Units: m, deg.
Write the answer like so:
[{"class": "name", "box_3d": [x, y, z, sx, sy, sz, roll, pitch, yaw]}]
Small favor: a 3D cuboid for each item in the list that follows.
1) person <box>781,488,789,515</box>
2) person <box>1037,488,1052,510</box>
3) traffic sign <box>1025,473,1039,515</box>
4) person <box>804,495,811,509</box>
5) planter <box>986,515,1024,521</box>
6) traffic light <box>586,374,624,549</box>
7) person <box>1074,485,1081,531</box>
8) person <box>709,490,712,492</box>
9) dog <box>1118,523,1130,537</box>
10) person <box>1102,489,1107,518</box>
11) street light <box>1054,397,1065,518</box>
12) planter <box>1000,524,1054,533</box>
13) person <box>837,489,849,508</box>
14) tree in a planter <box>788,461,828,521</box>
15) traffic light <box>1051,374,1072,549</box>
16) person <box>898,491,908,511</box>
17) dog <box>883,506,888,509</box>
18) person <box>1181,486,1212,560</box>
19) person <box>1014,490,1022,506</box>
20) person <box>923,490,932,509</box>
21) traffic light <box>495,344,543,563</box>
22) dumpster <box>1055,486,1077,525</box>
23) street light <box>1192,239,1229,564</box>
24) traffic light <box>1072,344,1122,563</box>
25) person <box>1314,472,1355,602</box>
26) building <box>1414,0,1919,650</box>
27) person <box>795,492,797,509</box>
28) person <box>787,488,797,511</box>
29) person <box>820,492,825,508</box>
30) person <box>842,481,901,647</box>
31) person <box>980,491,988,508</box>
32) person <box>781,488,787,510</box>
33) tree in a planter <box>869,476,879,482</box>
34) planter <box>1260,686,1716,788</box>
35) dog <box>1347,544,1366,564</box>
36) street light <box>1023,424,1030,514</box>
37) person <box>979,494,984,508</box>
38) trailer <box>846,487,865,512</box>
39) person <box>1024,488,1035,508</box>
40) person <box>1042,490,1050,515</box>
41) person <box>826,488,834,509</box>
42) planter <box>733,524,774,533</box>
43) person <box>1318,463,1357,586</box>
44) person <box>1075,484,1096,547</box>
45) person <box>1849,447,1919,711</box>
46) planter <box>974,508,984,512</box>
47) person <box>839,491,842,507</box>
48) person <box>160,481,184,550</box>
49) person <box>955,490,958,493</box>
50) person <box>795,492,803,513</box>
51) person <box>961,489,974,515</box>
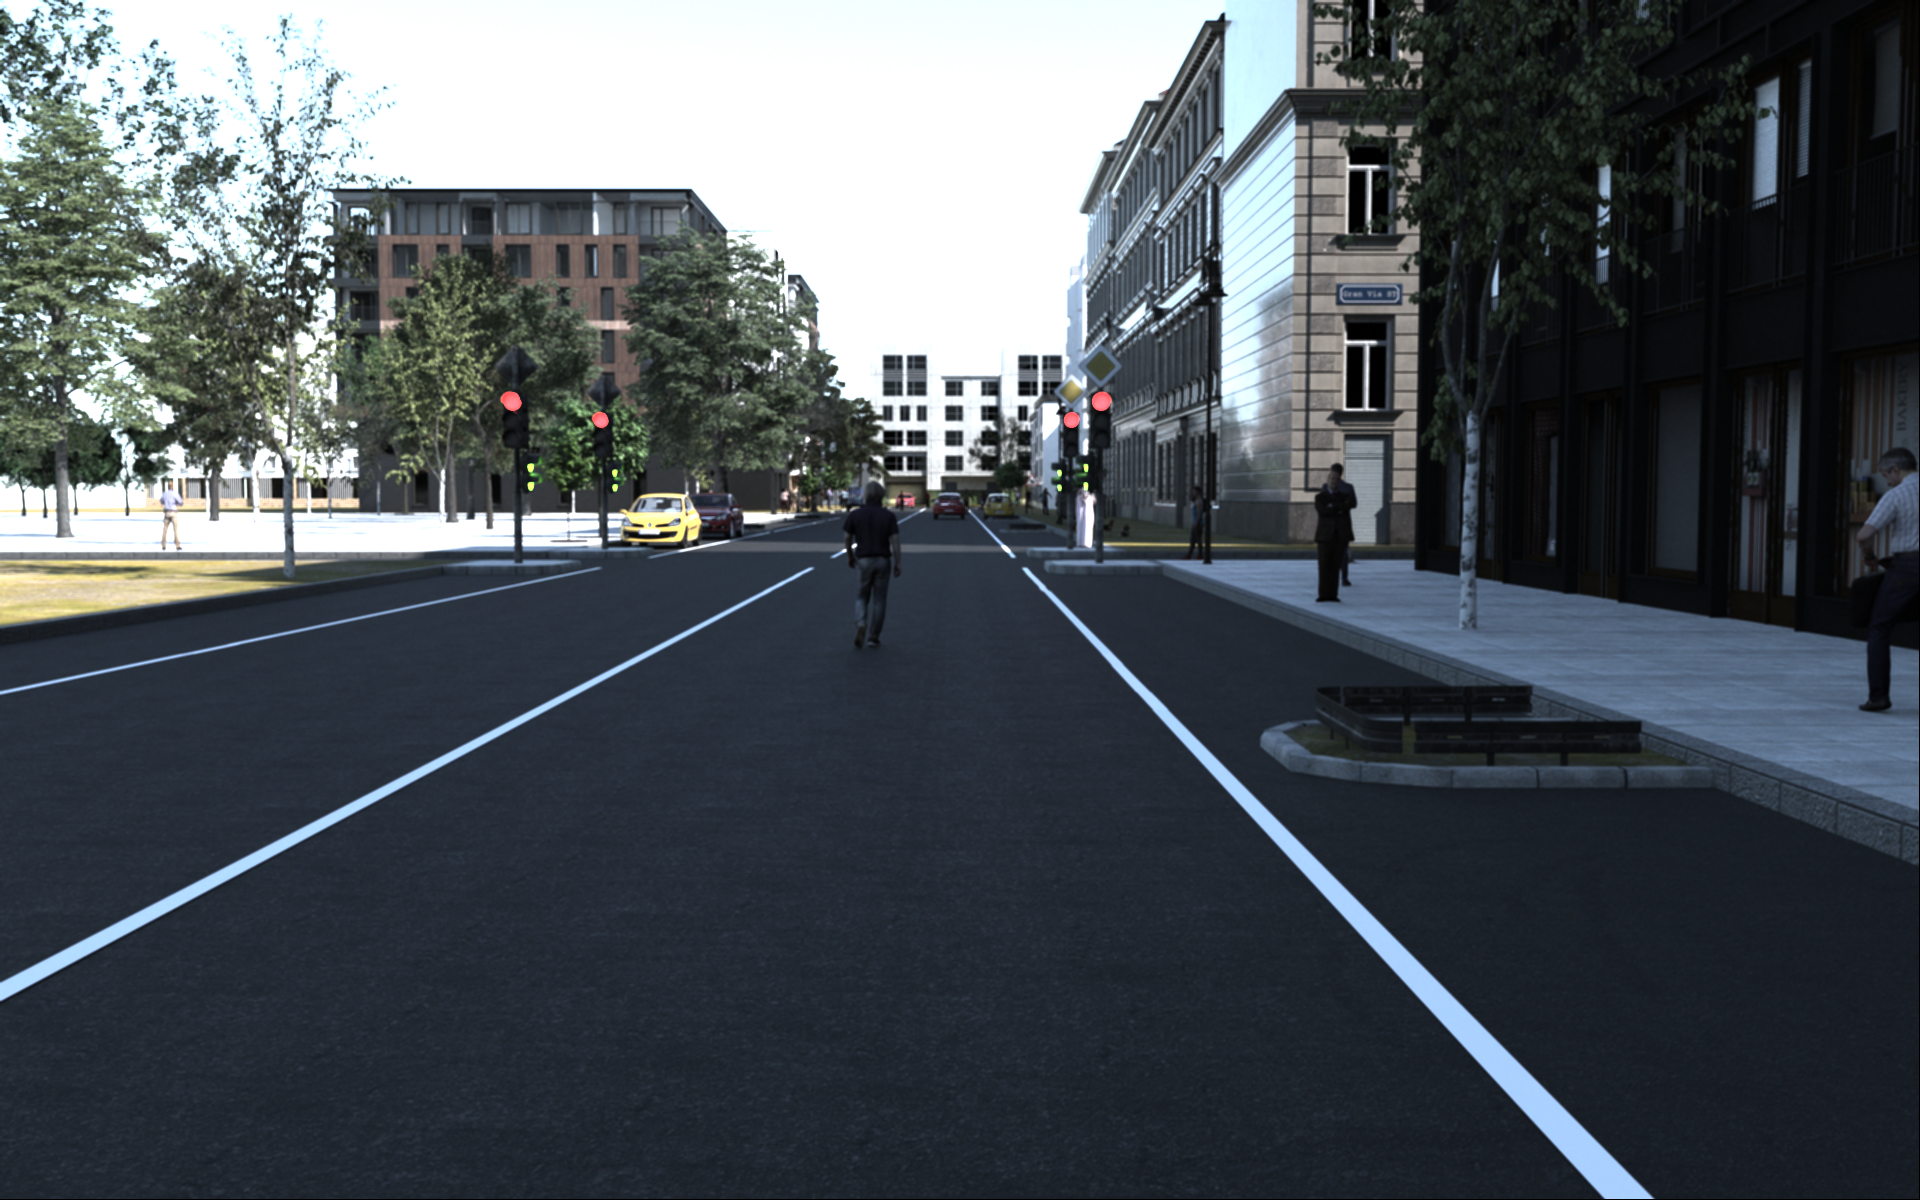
[{"class": "person", "box_3d": [-10.738, -6.026, 106.028, 0.566, 1.644, 0.517, -3, 5, -43]}, {"class": "person", "box_3d": [6.049, -7.132, 123.471, 1.217, 1.723, 0.721, 2, 4, 34]}, {"class": "traffic sign", "box_3d": [4.437, -6.529, 106.755, 0.884, 2.594, 0.081, 0, 4, 3]}, {"class": "person", "box_3d": [-12.728, -8.504, 145.175, 0.705, 1.812, 1.348, -2, 4, -26]}, {"class": "planter", "box_3d": [2.384, -4.324, 91.831, 1.991, 0.319, 1.994, 0, 4, 0]}, {"class": "traffic light", "box_3d": [-8.218, -3.108, 40.059, 0.839, 4.213, 0.868, 0, 4, 0]}, {"class": "person", "box_3d": [4.156, -3.237, 60.836, 0.662, 1.594, 0.647, 0, 4, -6]}, {"class": "person", "box_3d": [-14.637, -5.680, 101.599, 0.600, 1.496, 0.574, 0, 4, 7]}, {"class": "dog", "box_3d": [4.897, -2.104, 52.140, 0.748, 0.427, 0.550, -2, 4, -34]}, {"class": "person", "box_3d": [7.521, -5.110, 91.651, 0.516, 1.574, 0.319, -1, 4, -21]}, {"class": "street light", "box_3d": [4.410, -6.350, 76.605, 0.468, 5.910, 1.993, 0, 4, 0]}, {"class": "planter", "box_3d": [2.482, -2.676, 64.887, 1.991, 0.319, 1.994, 0, 4, 0]}, {"class": "person", "box_3d": [-11.632, -10.491, 177.561, 0.705, 1.826, 1.348, 3, 5, 44]}, {"class": "tree in a planter", "box_3d": [-8.130, -5.843, 92.762, 1.991, 3.239, 1.994, 0, 4, 0]}, {"class": "traffic light", "box_3d": [2.543, -3.111, 40.116, 0.839, 4.213, 0.868, 0, 4, 0]}, {"class": "person", "box_3d": [-4.935, -8.563, 149.227, 0.721, 1.735, 1.217, -3, 5, -42]}, {"class": "dog", "box_3d": [-3.513, -4.253, 86.379, 0.800, 0.831, 0.513, -1, 4, -19]}, {"class": "person", "box_3d": [4.962, -1.597, 36.481, 0.662, 1.594, 0.647, 0, 4, -5]}, {"class": "person", "box_3d": [6.037, -10.633, 180.830, 0.756, 1.711, 0.436, 1, 4, 14]}, {"class": "person", "box_3d": [-3.176, -9.927, 170.765, 0.705, 1.831, 1.348, -3, 5, -42]}, {"class": "traffic light", "box_3d": [-8.187, -2.620, 32.074, 0.839, 4.213, 0.868, 0, 4, 0]}, {"class": "dumpster", "box_3d": [4.675, -4.084, 72.537, 1.264, 1.857, 1.865, 0, 4, 0]}, {"class": "street light", "box_3d": [4.551, -3.601, 31.665, 0.468, 5.910, 1.993, 0, 4, 0]}, {"class": "traffic light", "box_3d": [2.574, -2.623, 32.131, 0.839, 4.213, 0.868, 0, 4, 0]}, {"class": "person", "box_3d": [4.462, -0.753, 20.630, 0.482, 1.546, 0.388, 0, 4, 4]}, {"class": "building", "box_3d": [13.854, -11.681, 20.662, 12.332, 23.373, 15.834, 0, 4, 0]}, {"class": "person", "box_3d": [-12.921, -7.854, 137.638, 0.799, 1.438, 0.628, 2, 4, 28]}, {"class": "person", "box_3d": [-12.932, -7.728, 132.947, 0.990, 1.755, 0.434, 2, 4, 28]}, {"class": "person", "box_3d": [-12.911, -9.541, 162.854, 0.721, 1.723, 1.217, 0, 4, 7]}, {"class": "person", "box_3d": [-0.892, -0.341, 16.277, 0.569, 1.553, 0.471, 3, 5, 40]}, {"class": "person", "box_3d": [2.302, -9.306, 161.372, 1.217, 1.735, 0.721, 3, 5, 41]}, {"class": "person", "box_3d": [-13.672, -7.905, 136.004, 0.721, 1.736, 1.217, 3, 4, 38]}, {"class": "tree in a planter", "box_3d": [-8.434, -10.510, 169.060, 1.991, 3.239, 1.994, 0, 4, 0]}, {"class": "planter", "box_3d": [2.696, 0.716, 9.432, 1.991, 0.319, 1.994, 0, 4, 0]}, {"class": "dog", "box_3d": [7.131, -1.083, 32.082, 0.800, 0.831, 0.513, 2, 4, 27]}, {"class": "street light", "box_3d": [4.376, -8.637, 114.004, 0.468, 5.910, 1.993, 0, 4, 0]}, {"class": "person", "box_3d": [1.938, -8.989, 158.690, 0.599, 1.433, 0.991, 1, 4, 18]}, {"class": "trailer", "box_3d": [-8.330, -7.994, 137.744, 1.471, 1.999, 3.904, 0, 4, 0]}, {"class": "person", "box_3d": [6.430, -9.484, 161.114, 1.348, 1.822, 0.705, -2, 4, -33]}, {"class": "person", "box_3d": [5.257, -6.017, 106.626, 0.499, 1.552, 0.429, -2, 4, -24]}, {"class": "person", "box_3d": [-11.054, -8.683, 147.884, 0.599, 1.838, 0.709, -3, 4, -38]}, {"class": "planter", "box_3d": [-8.030, -2.679, 64.948, 1.991, 0.319, 1.994, 0, 4, 0]}, {"class": "person", "box_3d": [5.256, -1.051, 24.141, 0.541, 1.710, 0.530, 1, 4, 11]}, {"class": "person", "box_3d": [3.141, -2.087, 43.296, 0.551, 1.740, 0.621, 0, 4, 4]}, {"class": "person", "box_3d": [5.466, -0.110, 10.048, 0.614, 1.554, 0.590, 0, 4, -7]}, {"class": "planter", "box_3d": [2.180, -7.395, 142.042, 1.991, 0.319, 1.994, 0, 4, 0]}, {"class": "person", "box_3d": [-12.036, -10.372, 176.171, 0.434, 1.755, 0.990, -3, 5, -40]}, {"class": "person", "box_3d": [-18.092, -1.933, 39.707, 0.516, 1.574, 0.319, 0, 4, 3]}, {"class": "person", "box_3d": [-0.231, -7.417, 130.706, 0.756, 1.711, 0.436, 2, 4, 28]}, {"class": "person", "box_3d": [-11.031, -6.859, 118.720, 0.617, 1.759, 0.750, -1, 4, -17]}, {"class": "person", "box_3d": [0.413, -6.793, 119.663, 1.348, 1.812, 0.705, 2, 4, 27]}]
